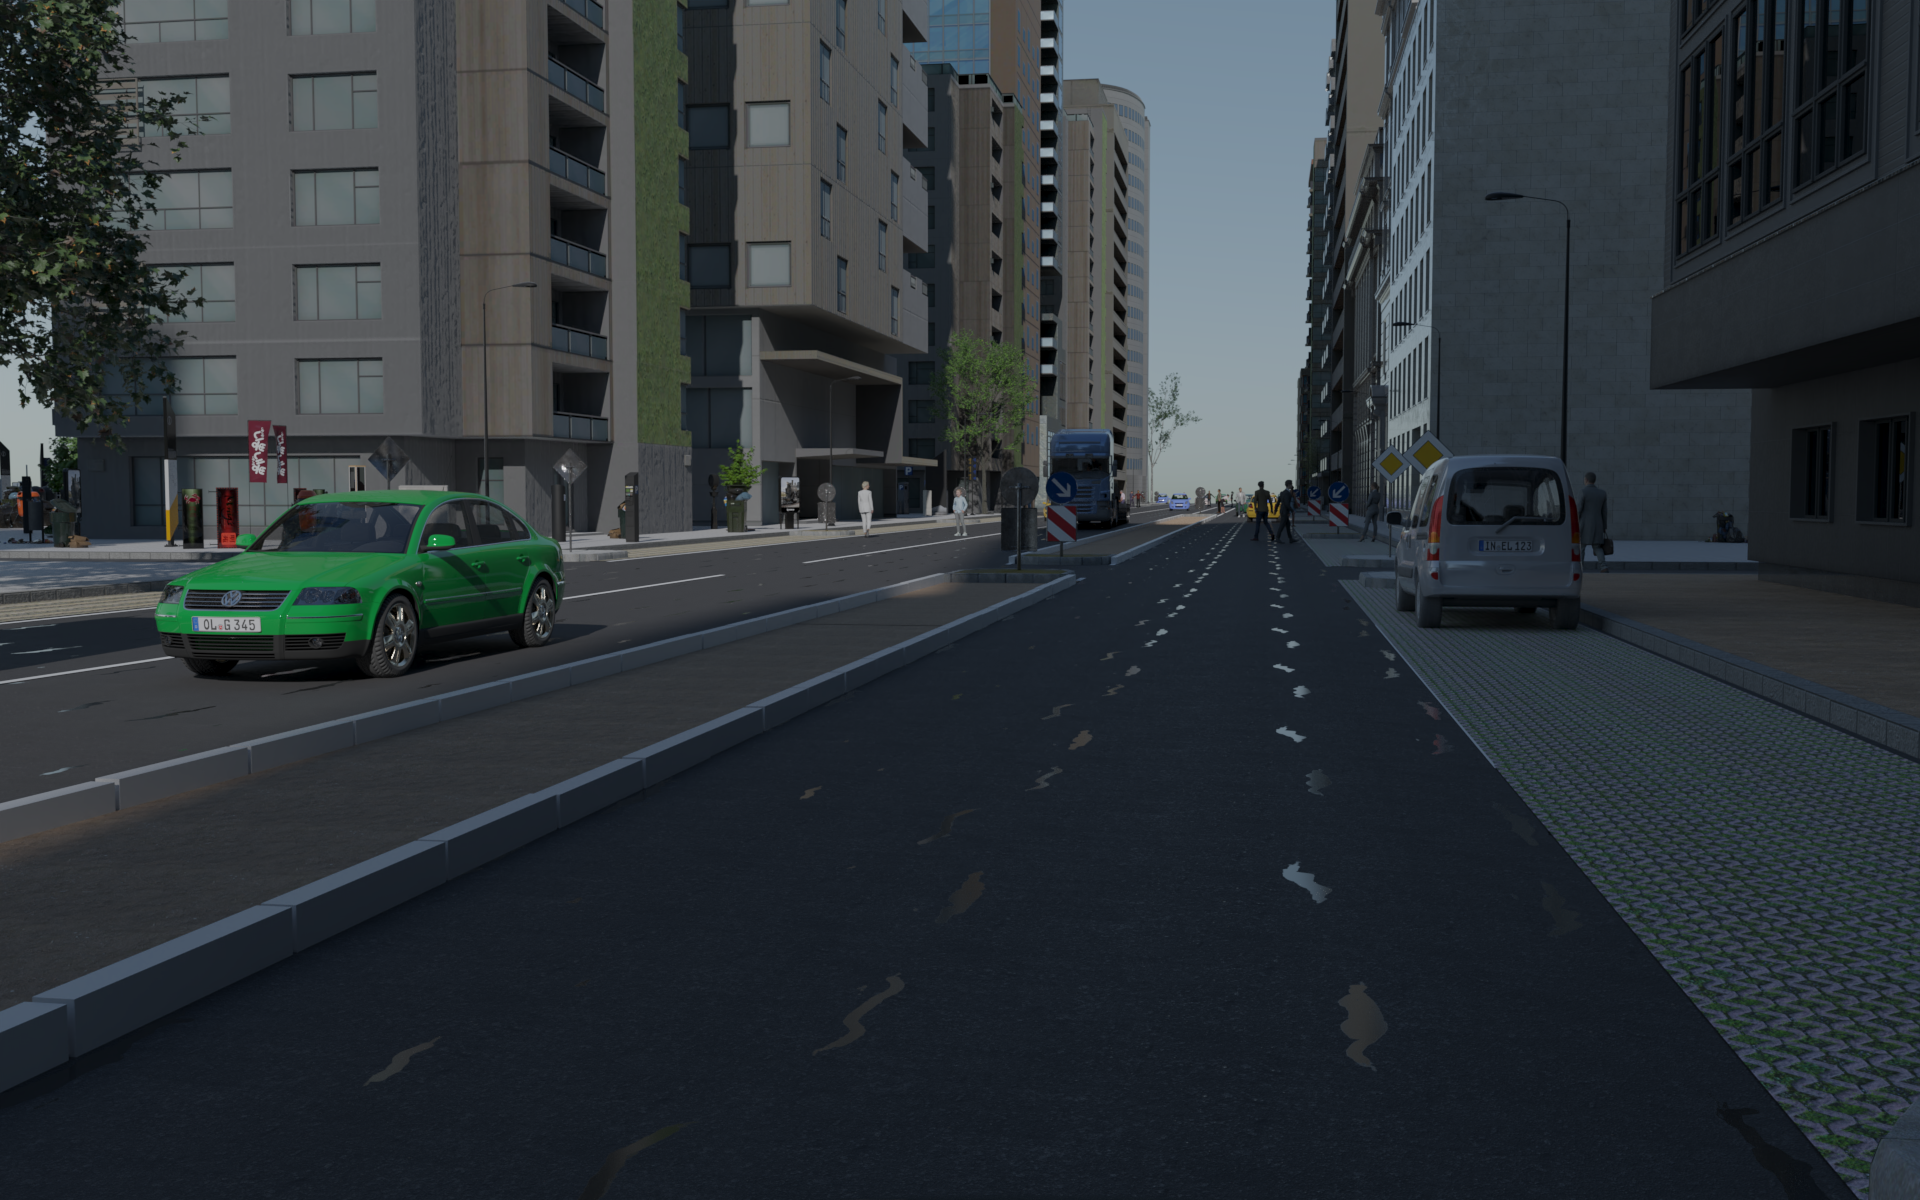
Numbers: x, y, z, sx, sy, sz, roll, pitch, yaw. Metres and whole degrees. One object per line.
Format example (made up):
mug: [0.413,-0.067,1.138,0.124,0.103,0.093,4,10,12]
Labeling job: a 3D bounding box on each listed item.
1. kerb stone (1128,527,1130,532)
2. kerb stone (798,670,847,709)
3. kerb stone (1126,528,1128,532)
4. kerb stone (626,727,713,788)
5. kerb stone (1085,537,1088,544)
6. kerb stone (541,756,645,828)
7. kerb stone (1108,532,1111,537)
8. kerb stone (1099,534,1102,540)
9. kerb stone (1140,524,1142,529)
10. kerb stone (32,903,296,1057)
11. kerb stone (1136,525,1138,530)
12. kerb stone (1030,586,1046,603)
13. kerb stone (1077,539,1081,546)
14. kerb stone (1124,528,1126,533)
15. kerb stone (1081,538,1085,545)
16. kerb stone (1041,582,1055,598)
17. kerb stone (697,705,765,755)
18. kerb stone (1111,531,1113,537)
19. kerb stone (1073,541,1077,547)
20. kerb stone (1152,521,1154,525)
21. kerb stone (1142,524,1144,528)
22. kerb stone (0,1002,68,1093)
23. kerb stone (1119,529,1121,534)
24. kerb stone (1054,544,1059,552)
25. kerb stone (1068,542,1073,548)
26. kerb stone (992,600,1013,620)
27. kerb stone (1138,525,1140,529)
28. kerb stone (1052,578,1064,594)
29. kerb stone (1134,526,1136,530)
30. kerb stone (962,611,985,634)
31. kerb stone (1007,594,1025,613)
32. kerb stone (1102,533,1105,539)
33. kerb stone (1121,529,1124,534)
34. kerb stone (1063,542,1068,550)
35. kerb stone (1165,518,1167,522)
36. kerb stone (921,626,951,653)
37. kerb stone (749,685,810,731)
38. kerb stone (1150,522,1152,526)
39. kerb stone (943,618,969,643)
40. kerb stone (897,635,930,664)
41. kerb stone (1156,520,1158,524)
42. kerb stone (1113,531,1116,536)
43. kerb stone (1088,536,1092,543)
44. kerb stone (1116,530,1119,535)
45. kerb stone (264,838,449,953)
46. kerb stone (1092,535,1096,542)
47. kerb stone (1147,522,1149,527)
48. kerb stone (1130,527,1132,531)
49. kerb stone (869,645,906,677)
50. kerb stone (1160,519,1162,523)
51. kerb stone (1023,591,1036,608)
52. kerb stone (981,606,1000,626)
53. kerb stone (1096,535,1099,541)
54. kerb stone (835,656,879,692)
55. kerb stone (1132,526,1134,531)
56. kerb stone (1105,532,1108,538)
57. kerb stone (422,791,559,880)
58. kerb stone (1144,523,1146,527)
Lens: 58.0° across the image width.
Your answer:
kerb stone: [6.146,-2.582,64.422,0.120,0.150,1.000,1,4,10]
kerb stone: [-0.976,0.625,11.972,0.120,0.150,1.000,1,4,10]
kerb stone: [5.968,-2.520,63.415,0.120,0.150,1.000,1,4,10]
kerb stone: [-1.502,0.811,8.929,0.120,0.150,1.000,1,4,10]
kerb stone: [3.470,-1.655,49.284,0.120,0.150,1.000,1,4,10]
kerb stone: [-1.687,0.878,7.924,0.120,0.150,1.000,1,4,10]
kerb stone: [4.719,-2.088,56.340,0.120,0.150,1.000,1,4,10]
kerb stone: [4.184,-1.904,53.319,0.120,0.150,1.000,1,4,10]
kerb stone: [7.216,-2.953,70.473,0.120,0.150,1.000,1,4,10]
kerb stone: [-2.220,1.058,4.902,0.120,0.150,1.000,1,4,10]
kerb stone: [6.853,-2.828,68.462,0.120,0.150,1.000,1,4,10]
kerb stone: [0.996,-0.052,23.118,0.120,0.150,1.000,1,4,10]
kerb stone: [3.121,-1.529,47.262,0.120,0.150,1.000,1,4,10]
kerb stone: [5.784,-2.459,62.407,0.120,0.150,1.000,1,4,10]
kerb stone: [3.294,-1.595,48.269,0.120,0.150,1.000,1,4,10]
kerb stone: [1.165,-0.118,24.126,0.120,0.150,1.000,1,4,10]
kerb stone: [-1.334,0.755,9.951,0.120,0.150,1.000,1,4,10]
kerb stone: [4.891,-2.150,57.351,0.120,0.150,1.000,1,4,10]
kerb stone: [2.943,-1.472,46.255,0.120,0.150,1.000,1,4,10]
kerb stone: [8.459,-3.384,77.545,0.120,0.150,1.000,1,4,10]
kerb stone: [7.384,-3.014,71.482,0.120,0.150,1.000,1,4,10]
kerb stone: [-2.401,1.125,3.896,0.120,0.150,1.000,1,4,10]
kerb stone: [5.434,-2.330,60.384,0.120,0.150,1.000,1,4,10]
kerb stone: [2.225,-1.224,42.208,0.120,0.150,1.000,1,4,10]
kerb stone: [2.767,-1.403,45.249,0.120,0.150,1.000,1,4,10]
kerb stone: [0.456,0.130,20.069,0.120,0.150,1.000,1,4,10]
kerb stone: [7.033,-2.890,69.468,0.120,0.150,1.000,1,4,10]
kerb stone: [1.349,-0.176,25.132,0.120,0.150,1.000,1,4,10]
kerb stone: [6.673,-2.764,67.453,0.120,0.150,1.000,1,4,10]
kerb stone: [0.094,0.254,18.047,0.120,0.150,1.000,1,4,10]
kerb stone: [0.633,0.068,21.090,0.120,0.150,1.000,1,4,10]
kerb stone: [4.365,-1.965,54.327,0.120,0.150,1.000,1,4,10]
kerb stone: [5.612,-2.398,61.400,0.120,0.150,1.000,1,4,10]
kerb stone: [2.581,-1.345,44.237,0.120,0.150,1.000,1,4,10]
kerb stone: [10.231,-4.001,87.613,0.120,0.150,1.000,1,4,10]
kerb stone: [-0.258,0.378,16.018,0.120,0.150,1.000,1,4,10]
kerb stone: [-1.151,0.687,10.965,0.120,0.150,1.000,1,4,10]
kerb stone: [8.272,-3.323,76.538,0.120,0.150,1.000,1,4,10]
kerb stone: [-0.079,0.316,17.039,0.120,0.150,1.000,1,4,10]
kerb stone: [-0.433,0.439,15.011,0.120,0.150,1.000,1,4,10]
kerb stone: [8.982,-3.570,80.567,0.120,0.150,1.000,1,4,10]
kerb stone: [5.074,-2.211,58.365,0.120,0.150,1.000,1,4,10]
kerb stone: [3.658,-1.718,50.288,0.120,0.150,1.000,1,4,10]
kerb stone: [5.250,-2.274,59.376,0.120,0.150,1.000,1,4,10]
kerb stone: [-2.044,0.996,5.909,0.120,0.150,1.000,1,4,10]
kerb stone: [3.831,-1.775,51.296,0.120,0.150,1.000,1,4,10]
kerb stone: [7.924,-3.200,74.507,0.120,0.150,1.000,1,4,10]
kerb stone: [6.322,-2.644,65.428,0.120,0.150,1.000,1,4,10]
kerb stone: [-0.619,0.501,14.006,0.120,0.150,1.000,1,4,10]
kerb stone: [9.522,-3.752,83.587,0.120,0.150,1.000,1,4,10]
kerb stone: [0.813,0.014,22.112,0.120,0.150,1.000,1,4,10]
kerb stone: [0.272,0.198,19.057,0.120,0.150,1.000,1,4,10]
kerb stone: [4.012,-1.842,52.311,0.120,0.150,1.000,1,4,10]
kerb stone: [-0.794,0.563,12.992,0.120,0.150,1.000,1,4,10]
kerb stone: [6.500,-2.706,66.446,0.120,0.150,1.000,1,4,10]
kerb stone: [4.541,-2.024,55.334,0.120,0.150,1.000,1,4,10]
kerb stone: [-1.869,0.934,6.918,0.120,0.150,1.000,1,4,10]
kerb stone: [7.565,-3.076,72.487,0.120,0.150,1.000,1,4,10]
